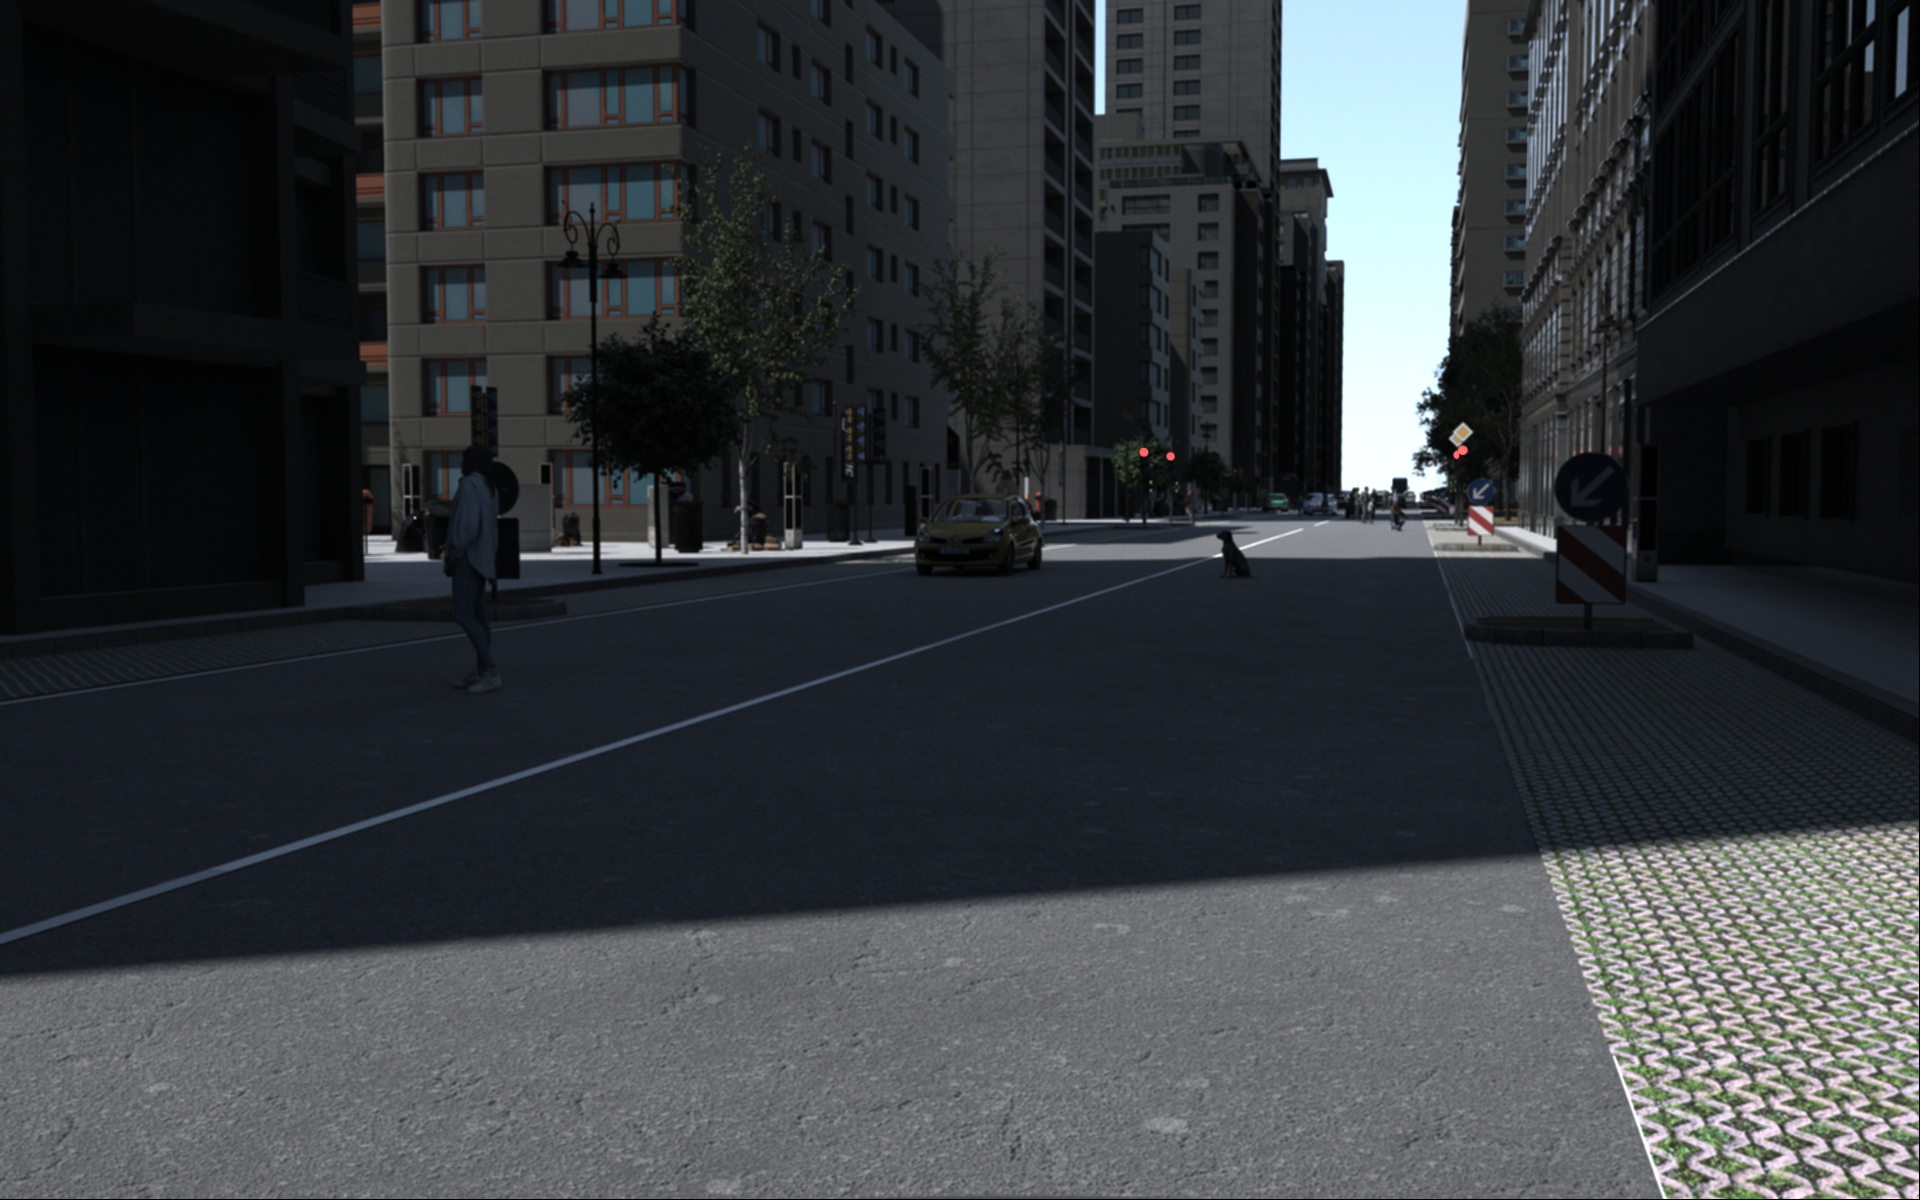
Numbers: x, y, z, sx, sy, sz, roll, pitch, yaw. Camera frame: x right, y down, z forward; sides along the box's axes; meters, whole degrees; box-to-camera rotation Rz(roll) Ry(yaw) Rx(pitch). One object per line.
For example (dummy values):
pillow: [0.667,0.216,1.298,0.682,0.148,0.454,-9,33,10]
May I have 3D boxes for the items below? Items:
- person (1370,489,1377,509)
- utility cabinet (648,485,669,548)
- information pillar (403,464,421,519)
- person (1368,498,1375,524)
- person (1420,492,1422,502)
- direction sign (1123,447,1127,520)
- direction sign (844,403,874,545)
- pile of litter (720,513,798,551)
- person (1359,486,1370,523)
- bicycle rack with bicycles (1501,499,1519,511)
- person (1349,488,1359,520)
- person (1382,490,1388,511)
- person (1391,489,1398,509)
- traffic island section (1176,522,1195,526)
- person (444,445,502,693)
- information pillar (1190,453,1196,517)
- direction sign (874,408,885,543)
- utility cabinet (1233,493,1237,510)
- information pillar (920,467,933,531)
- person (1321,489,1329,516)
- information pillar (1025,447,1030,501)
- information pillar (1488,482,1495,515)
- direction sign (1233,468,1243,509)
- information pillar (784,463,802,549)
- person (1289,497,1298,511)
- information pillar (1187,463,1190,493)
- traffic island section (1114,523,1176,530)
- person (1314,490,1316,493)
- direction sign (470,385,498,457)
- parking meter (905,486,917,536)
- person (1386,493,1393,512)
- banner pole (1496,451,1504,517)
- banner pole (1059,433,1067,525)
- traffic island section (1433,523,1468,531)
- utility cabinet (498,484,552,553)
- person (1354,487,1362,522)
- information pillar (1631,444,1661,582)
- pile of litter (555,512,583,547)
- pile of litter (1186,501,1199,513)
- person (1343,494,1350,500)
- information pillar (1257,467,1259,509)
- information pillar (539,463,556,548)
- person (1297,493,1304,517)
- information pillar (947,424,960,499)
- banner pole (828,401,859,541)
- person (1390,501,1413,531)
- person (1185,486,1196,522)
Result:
person: [30.981,-7.451,130.123,0.655,1.846,0.447,-2,4,-34]
utility cabinet: [-7.210,-1.996,41.314,0.318,1.500,1.173,-1,4,-20]
information pillar: [-13.440,-2.326,42.515,0.304,2.012,0.304,2,4,33]
person: [19.783,-4.291,83.337,0.352,1.250,0.332,2,4,27]
person: [75.687,-16.814,284.084,0.721,1.739,1.217,-1,4,-9]
direction sign: [8.092,-5.643,84.263,0.379,3.537,0.876,0,4,1]
direction sign: [-2.631,-3.151,43.513,0.379,3.537,0.876,-3,5,-39]
pile of litter: [-4.557,-1.557,39.425,1.719,0.858,1.176,0,4,6]
person: [19.975,-4.698,85.407,0.391,1.810,0.635,3,5,44]
bicycle rack with bicycles: [41.359,-7.047,128.600,2.852,0.926,2.925,-3,5,-42]
person: [22.100,-5.406,97.141,0.600,1.795,0.529,1,4,10]
person: [35.431,-8.292,144.262,0.526,1.800,0.537,1,4,10]
person: [36.420,-8.361,145.084,0.818,1.842,0.514,0,4,-2]
traffic island section: [9.548,-3.442,78.552,2.009,0.180,2.903,1,4,15]
person: [-3.557,-0.243,12.744,0.793,1.790,0.793,-2,4,-33]
information pillar: [13.392,-6.586,99.036,0.183,3.616,0.504,1,4,8]
direction sign: [-2.368,-3.278,45.589,0.876,3.537,0.379,-2,4,-27]
utility cabinet: [22.226,-8.031,139.989,0.318,1.500,1.173,1,4,9]
information pillar: [-0.918,-2.660,47.989,0.304,2.012,0.304,1,4,13]
person: [24.147,-6.467,114.485,0.529,1.795,0.600,2,4,25]
information pillar: [3.299,-5.737,85.150,0.183,3.616,0.504,-1,4,-15]
information pillar: [32.147,-6.134,104.776,0.304,2.012,0.304,-2,4,-33]
direction sign: [23.932,-9.617,149.229,0.876,3.537,0.379,2,4,27]
information pillar: [-3.888,-2.197,40.420,0.304,2.012,0.304,2,4,35]
person: [28.401,-8.137,147.031,0.738,1.151,1.012,-2,4,-30]
information pillar: [16.400,-8.086,123.568,0.504,3.616,0.183,-1,4,-21]
traffic island section: [7.524,-2.969,70.827,2.009,0.180,2.903,1,4,15]
person: [29.589,-8.318,144.692,0.606,1.804,0.583,-1,4,-20]
direction sign: [-10.004,-2.721,36.491,0.379,3.537,0.876,1,4,20]
parking meter: [-1.497,-2.719,52.867,0.372,1.533,0.369,0,3,0]
person: [35.304,-8.023,142.270,0.503,1.515,0.523,-3,5,-39]
banner pole: [30.527,-6.581,97.613,0.401,3.779,0.863,0,4,4]
banner pole: [4.186,-4.949,70.925,0.401,3.779,0.863,1,4,23]
traffic island section: [21.632,-3.248,75.392,2.009,0.180,2.903,1,4,15]
utility cabinet: [-9.459,-1.761,37.464,1.173,1.500,0.318,-3,4,-37]
person: [20.769,-4.970,90.034,0.573,1.790,0.520,0,4,-4]
information pillar: [10.028,-1.274,25.324,0.304,2.012,0.304,0,4,8]
pile of litter: [-9.881,-1.768,42.866,1.176,0.858,1.719,0,4,1]
pile of litter: [15.723,-6.464,119.652,1.176,0.858,1.719,-3,4,-38]
person: [34.338,-8.671,153.455,0.628,1.438,0.799,2,4,26]
information pillar: [25.413,-9.554,147.567,0.183,3.616,0.504,1,4,9]
information pillar: [-9.872,-2.260,41.448,0.304,2.012,0.304,0,4,-2]
person: [20.879,-5.828,106.387,0.523,1.515,0.503,1,4,10]
information pillar: [-0.228,-4.086,58.158,0.504,3.616,0.183,2,4,32]
banner pole: [-3.148,-3.476,46.853,0.863,3.779,0.401,1,4,10]
person: [17.118,-3.268,67.435,1.012,1.151,0.738,-1,4,-14]
person: [10.798,-4.444,81.139,0.573,1.828,0.580,-1,4,-10]
